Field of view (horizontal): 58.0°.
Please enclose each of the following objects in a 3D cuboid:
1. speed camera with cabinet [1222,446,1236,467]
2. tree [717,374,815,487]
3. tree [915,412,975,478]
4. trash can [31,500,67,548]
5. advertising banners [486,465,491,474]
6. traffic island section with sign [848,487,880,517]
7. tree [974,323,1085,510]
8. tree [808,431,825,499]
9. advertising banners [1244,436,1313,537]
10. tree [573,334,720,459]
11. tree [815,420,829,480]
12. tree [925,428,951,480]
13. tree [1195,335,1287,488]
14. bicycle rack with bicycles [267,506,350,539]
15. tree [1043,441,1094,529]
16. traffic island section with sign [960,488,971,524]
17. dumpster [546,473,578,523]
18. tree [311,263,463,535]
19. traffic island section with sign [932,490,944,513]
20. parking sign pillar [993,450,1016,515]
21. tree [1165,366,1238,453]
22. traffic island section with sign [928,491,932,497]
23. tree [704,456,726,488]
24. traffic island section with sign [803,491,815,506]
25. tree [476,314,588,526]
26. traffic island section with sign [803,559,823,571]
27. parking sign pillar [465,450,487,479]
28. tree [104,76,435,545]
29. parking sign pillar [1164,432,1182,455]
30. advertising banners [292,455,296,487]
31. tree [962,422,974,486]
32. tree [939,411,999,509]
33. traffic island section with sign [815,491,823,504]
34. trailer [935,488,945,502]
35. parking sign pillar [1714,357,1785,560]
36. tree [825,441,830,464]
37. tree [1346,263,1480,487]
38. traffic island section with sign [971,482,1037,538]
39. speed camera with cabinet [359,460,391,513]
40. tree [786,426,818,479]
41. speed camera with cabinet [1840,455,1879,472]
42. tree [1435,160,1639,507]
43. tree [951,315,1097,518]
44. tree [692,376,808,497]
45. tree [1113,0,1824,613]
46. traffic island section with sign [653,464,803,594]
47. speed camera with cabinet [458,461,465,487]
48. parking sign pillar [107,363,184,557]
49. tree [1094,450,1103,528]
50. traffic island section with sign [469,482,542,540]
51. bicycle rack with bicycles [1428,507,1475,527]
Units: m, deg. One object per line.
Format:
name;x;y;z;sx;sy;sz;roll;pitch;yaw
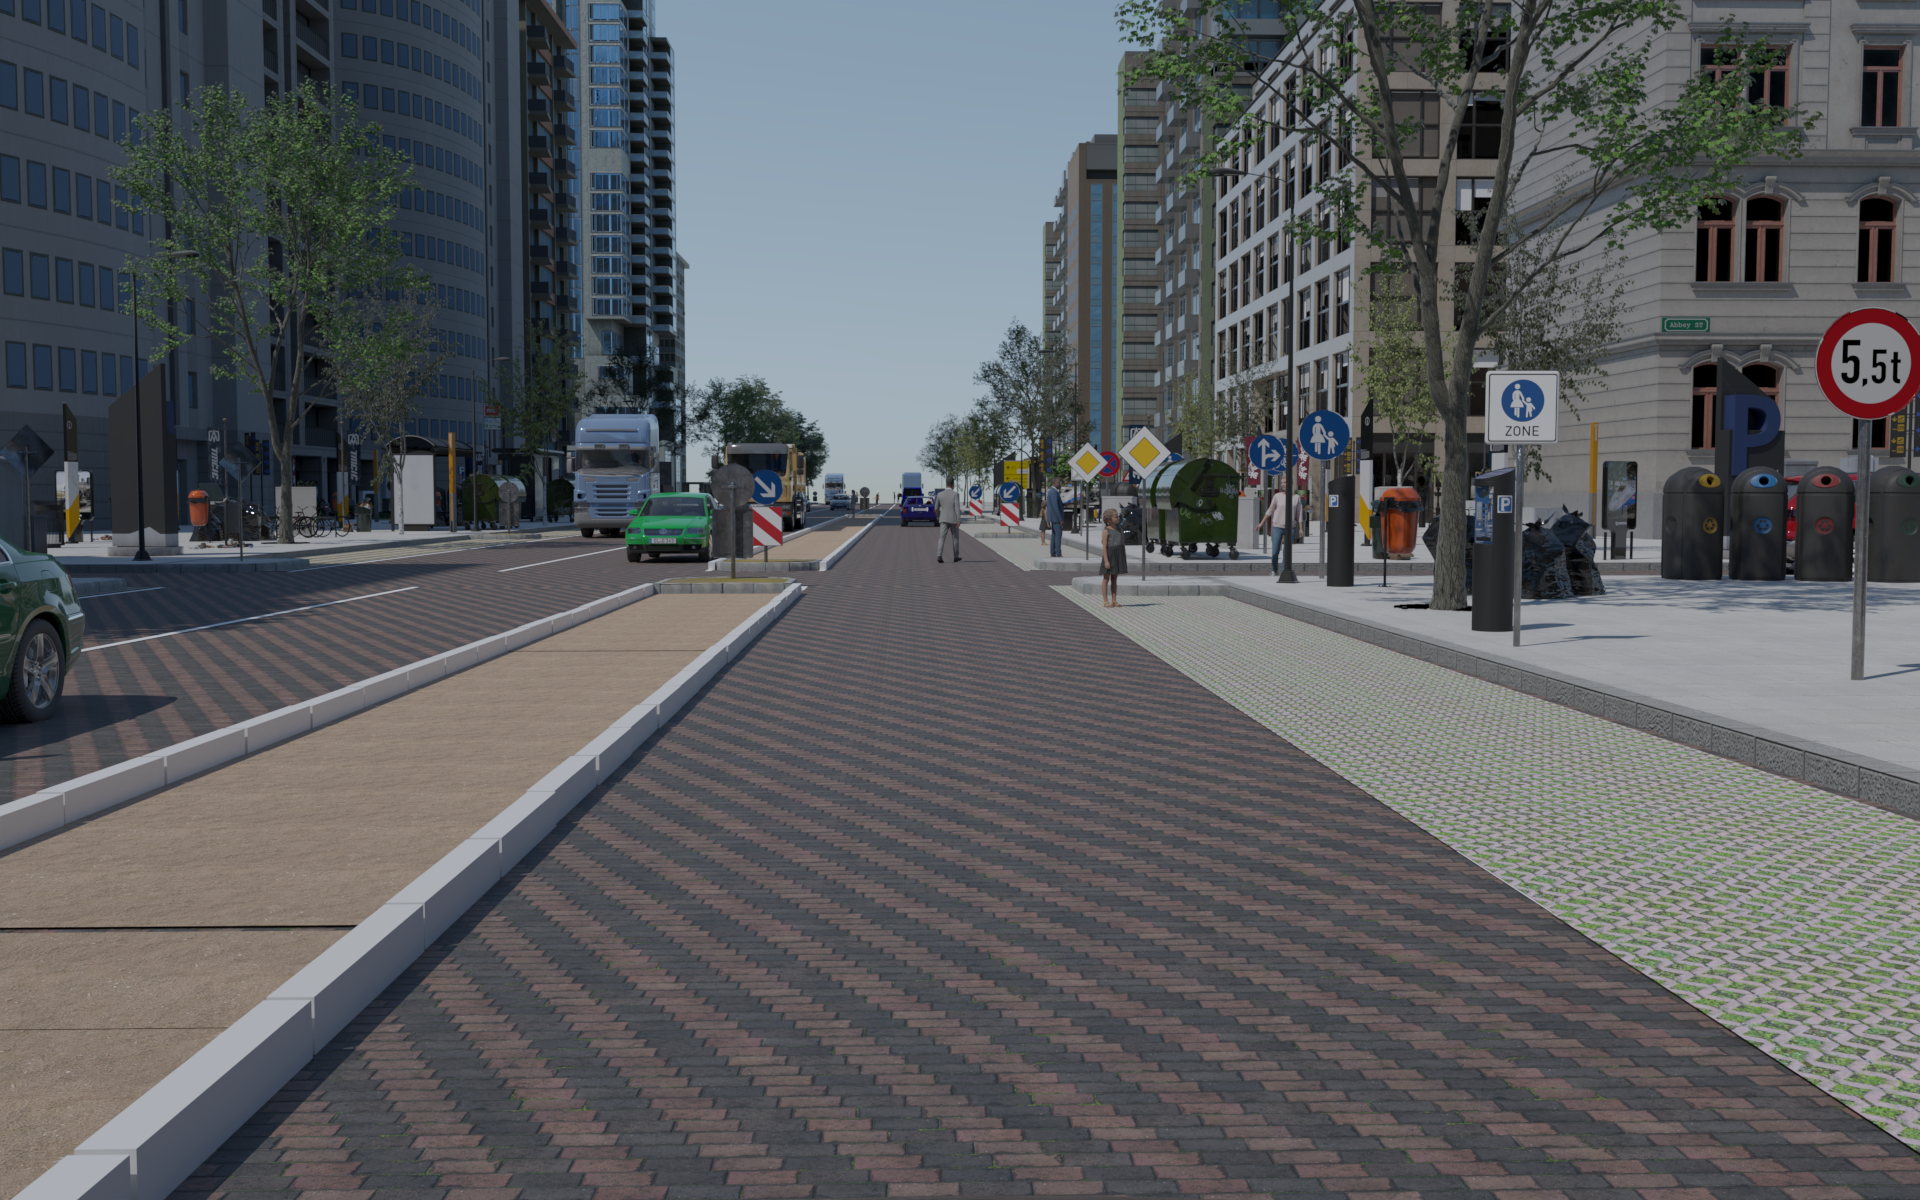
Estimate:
speed camera with cabinet;10.923;-4.746;71.927;0.660;3.252;2.038;-1;4;-17
tree;-21.222;-16.870;182.471;9.857;13.997;8.962;0;3;0
tree;-1.614;-21.224;257.380;12.009;13.543;11.850;0;3;0
trash can;-21.638;-1.805;41.172;0.748;1.137;0.748;0;3;0
advertising banners;-28.779;-6.507;102.578;2.074;3.025;0.090;-2;4;-33
traffic island section with sign;-5.970;-6.118;108.160;2.006;1.907;1.989;0;4;-2
tree;3.503;-7.553;73.857;4.360;8.622;3.978;0;3;0
tree;-22.123;-17.015;203.945;9.928;11.665;9.643;0;3;0
advertising banners;9.548;-3.415;52.019;2.074;3.025;0.090;1;4;19
tree;-18.149;-10.155;100.447;8.767;10.594;7.601;-1;4;-11
tree;-23.844;-21.364;255.953;9.857;13.997;8.962;0;3;0
tree;0.793;-16.109;197.787;7.601;10.594;8.767;1;4;16
tree;12.966;-7.897;79.476;4.360;8.622;3.978;0;3;0
bicycle rack with bicycles;-19.492;-2.316;51.251;2.925;0.926;2.852;-3;5;-42
tree;3.783;-4.156;62.555;1.663;3.219;1.824;0;3;0
traffic island section with sign;0.612;-4.574;83.406;1.989;1.847;2.006;0;4;-2
dumpster;-17.940;-4.641;78.373;1.502;2.255;1.985;0;4;-2
tree;-17.909;-6.369;54.498;4.360;8.622;3.978;0;3;0
traffic island section with sign;-0.917;-7.643;133.583;1.989;1.847;2.006;0;4;-2
parking sign pillar;2.785;-7.221;106.533;1.447;3.967;1.447;0;4;2
tree;13.567;-9.086;98.920;4.737;8.622;4.395;0;3;0
traffic island section with sign;-1.746;-9.290;160.526;1.989;1.847;2.006;0;4;-2
tree;-19.705;-9.878;145.212;4.285;4.588;4.351;0;3;0
traffic island section with sign;-19.353;-12.612;214.840;1.989;1.847;2.006;0;4;-2
tree;-17.141;-7.341;70.382;4.737;8.622;4.395;0;3;0
traffic island section with sign;-3.650;-1.524;33.057;2.006;1.907;1.989;0;4;-2
parking sign pillar;-25.988;-6.403;93.169;1.447;3.967;1.447;2;4;30
tree;-17.358;-7.237;44.087;9.928;11.665;9.643;0;3;0
parking sign pillar;8.937;-5.296;75.063;1.447;3.967;1.447;-1;4;-10
advertising banners;-30.111;-4.994;77.836;0.090;3.025;2.074;-2;4;-34
tree;2.412;-10.446;121.158;4.360;8.622;3.978;0;3;0
tree;1.220;-12.471;154.260;4.737;8.622;4.395;0;3;0
traffic island section with sign;-20.186;-14.274;242.011;1.989;1.847;2.006;0;4;-2
trailer;-2.049;-10.216;174.074;1.471;1.999;3.904;0;4;-3
parking sign pillar;15.603;-2.798;34.223;1.447;3.967;1.447;-1;4;-15
tree;-23.688;-20.936;268.057;9.928;11.665;9.643;0;3;0
tree;14.129;-6.403;55.044;4.737;8.622;4.395;0;3;0
traffic island section with sign;1.464;-2.926;56.464;1.989;1.847;2.006;0;4;-2
speed camera with cabinet;-31.018;-5.983;92.165;0.660;3.252;2.038;3;5;40
tree;-22.699;-18.384;234.986;7.601;10.594;8.767;-1;4;-15
speed camera with cabinet;22.199;-2.882;41.455;2.038;3.252;0.660;0;4;1
tree;12.612;-5.375;38.241;4.360;8.622;3.978;0;3;0
tree;3.651;-9.575;90.957;7.601;10.594;8.767;0;4;3
tree;-20.326;-13.926;153.451;9.928;11.665;9.643;0;3;0
tree;5.344;-5.687;18.742;9.928;11.665;9.643;0;3;0
traffic island section with sign;-3.432;-1.071;25.653;2.006;1.907;1.989;0;4;-2
speed camera with cabinet;-29.421;-6.784;105.251;2.038;3.252;0.660;-2;4;-31
parking sign pillar;-17.014;-2.912;36.078;1.447;3.967;1.447;1;4;14
tree;4.666;-4.410;66.701;1.663;3.219;1.824;0;3;0
traffic island section with sign;-14.437;-2.847;55.181;1.989;1.847;2.006;0;4;-2
bicycle rack with bicycles;14.432;-2.137;48.322;2.852;0.926;2.925;0;4;6
